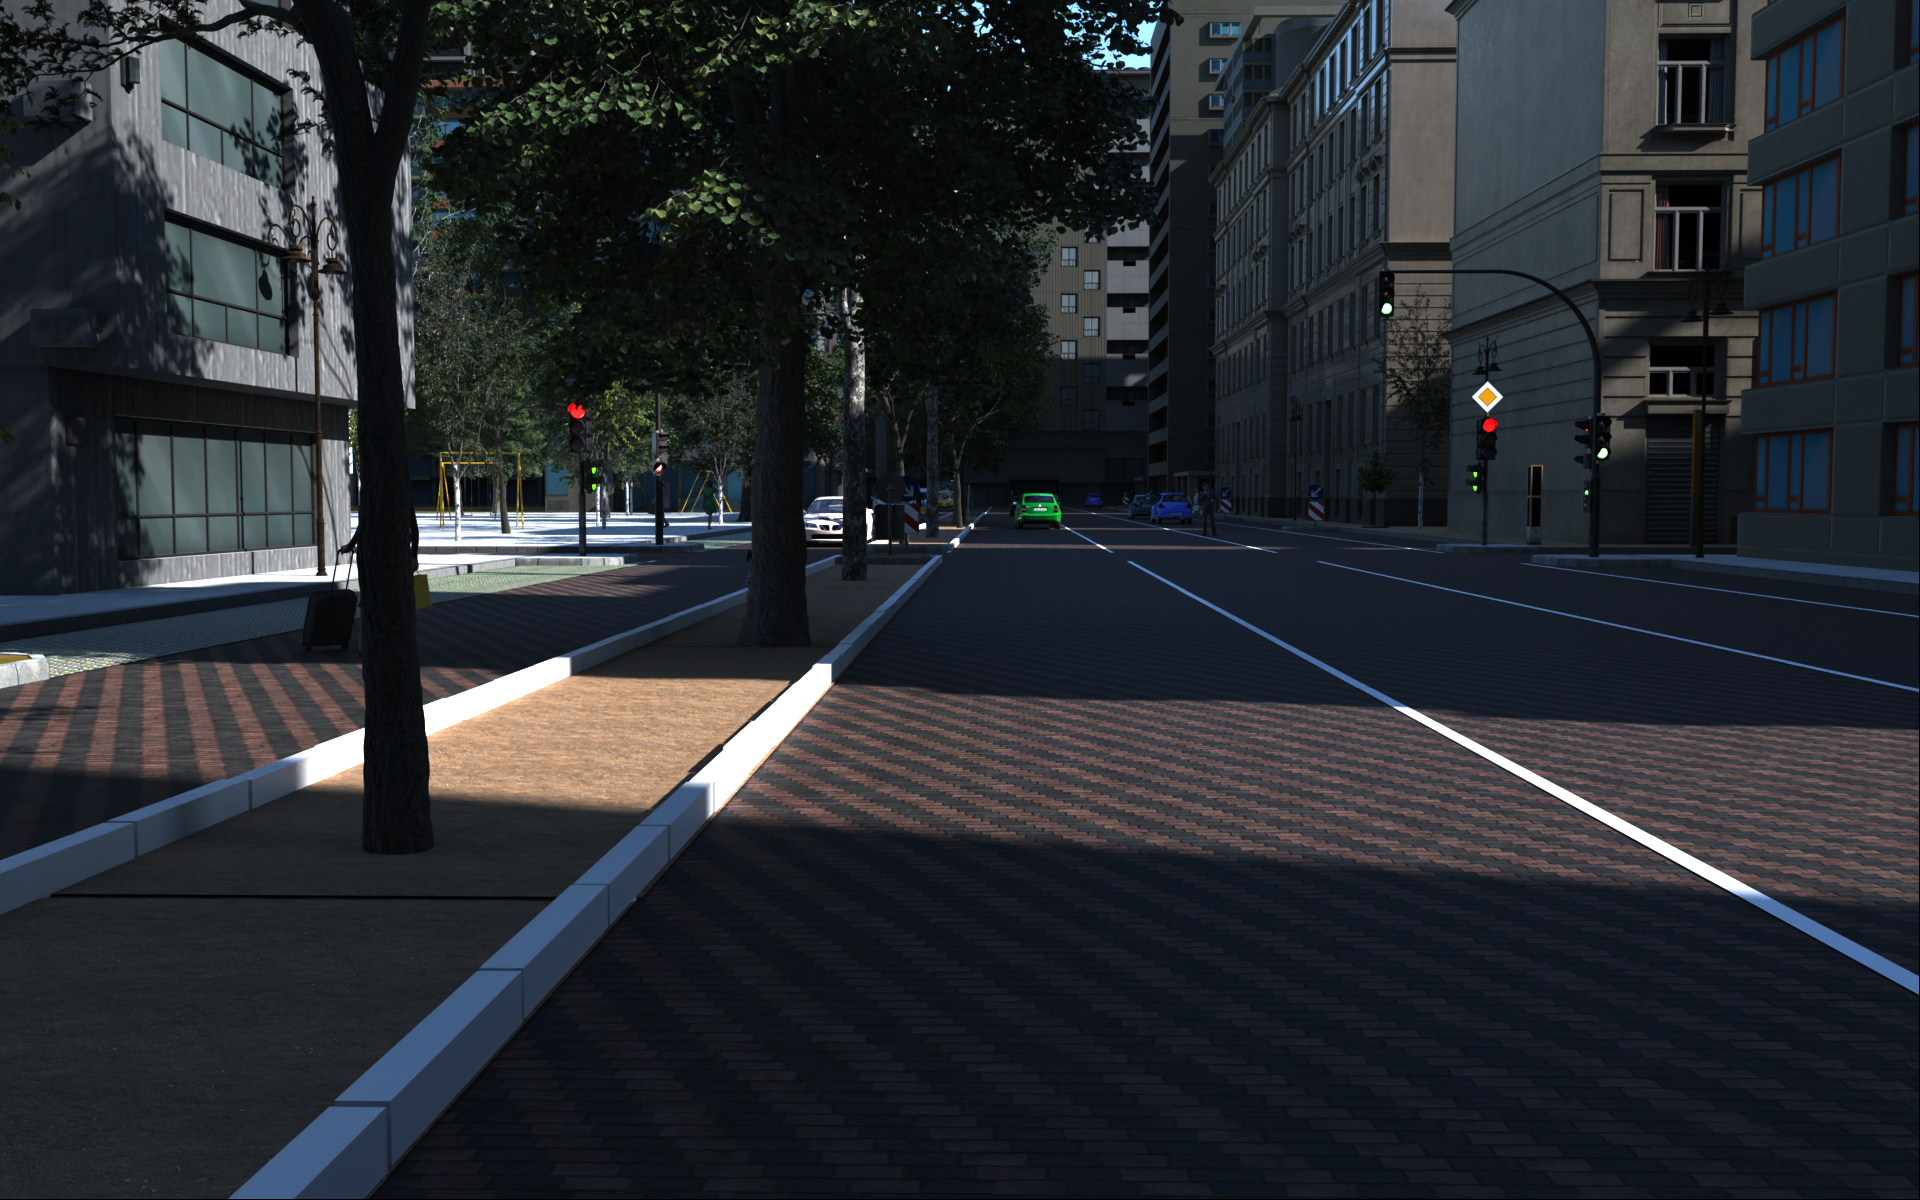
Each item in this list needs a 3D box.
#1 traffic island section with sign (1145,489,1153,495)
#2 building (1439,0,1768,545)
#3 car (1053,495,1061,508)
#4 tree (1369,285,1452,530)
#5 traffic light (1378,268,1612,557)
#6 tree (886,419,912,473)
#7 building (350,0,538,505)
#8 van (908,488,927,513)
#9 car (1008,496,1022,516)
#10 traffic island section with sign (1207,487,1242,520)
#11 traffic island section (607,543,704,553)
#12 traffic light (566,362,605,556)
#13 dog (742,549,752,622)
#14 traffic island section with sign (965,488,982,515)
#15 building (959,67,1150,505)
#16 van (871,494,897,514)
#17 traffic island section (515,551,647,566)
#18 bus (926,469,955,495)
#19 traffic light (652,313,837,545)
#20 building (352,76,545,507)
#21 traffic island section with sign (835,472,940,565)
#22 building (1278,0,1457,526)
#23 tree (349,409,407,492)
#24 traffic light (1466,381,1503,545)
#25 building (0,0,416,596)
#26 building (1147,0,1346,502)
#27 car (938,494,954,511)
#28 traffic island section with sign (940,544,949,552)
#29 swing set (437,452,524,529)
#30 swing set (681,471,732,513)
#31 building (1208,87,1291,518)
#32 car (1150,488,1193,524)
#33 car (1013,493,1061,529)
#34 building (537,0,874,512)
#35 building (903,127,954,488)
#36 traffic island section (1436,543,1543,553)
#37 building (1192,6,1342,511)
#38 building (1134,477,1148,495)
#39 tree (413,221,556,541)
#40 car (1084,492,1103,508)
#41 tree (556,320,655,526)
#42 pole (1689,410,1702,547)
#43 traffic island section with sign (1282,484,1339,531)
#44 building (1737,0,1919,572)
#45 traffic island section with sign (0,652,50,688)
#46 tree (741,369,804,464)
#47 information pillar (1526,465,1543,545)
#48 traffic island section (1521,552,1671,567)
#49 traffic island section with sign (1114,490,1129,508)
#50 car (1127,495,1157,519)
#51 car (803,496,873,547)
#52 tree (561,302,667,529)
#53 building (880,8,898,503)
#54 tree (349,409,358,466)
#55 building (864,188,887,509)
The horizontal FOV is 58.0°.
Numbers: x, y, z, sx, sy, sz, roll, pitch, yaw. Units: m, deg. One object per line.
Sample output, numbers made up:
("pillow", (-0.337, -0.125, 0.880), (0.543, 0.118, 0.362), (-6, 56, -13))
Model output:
("traffic island section with sign", (15.675, -8.345, 145.075), (1.989, 1.847, 2.006), (0, 4, 1))
("building", (30.526, -13.273, 50.298), (30.059, 22.955, 16.112), (0, 4, 1))
("car", (8.653, -9.372, 165.599), (2.083, 1.381, 4.827), (0, 4, 2))
("tree", (16.730, -6.816, 61.806), (4.360, 8.622, 3.978), (0, 3, 0))
("traffic light", (10.783, -3.695, 35.085), (4.771, 5.953, 1.251), (0, 4, 1))
("tree", (-6.734, -13.255, 167.082), (4.737, 8.622, 4.395), (0, 3, 0))
("building", (-61.981, -47.358, 212.547), (20.611, 71.187, 20.563), (0, 4, 1))
("van", (-2.758, -6.606, 115.026), (2.013, 2.044, 4.112), (0, 4, 3))
("car", (4.109, -6.141, 112.984), (1.945, 1.354, 3.894), (0, 4, 1))
("traffic island section with sign", (14.420, -5.306, 95.373), (1.989, 1.847, 2.006), (0, 4, 1))
("traffic island section", (-7.618, -1.316, 43.794), (2.009, 0.180, 2.903), (0, 4, 1))
("traffic light", (-7.779, -2.860, 35.675), (0.839, 4.253, 0.868), (0, 4, 1))
("dog", (-2.354, -0.166, 19.556), (0.513, 0.831, 0.800), (2, 4, 26))
("traffic island section with sign", (0.577, -6.744, 118.406), (2.006, 1.907, 1.989), (0, 4, 1))
("building", (13.085, -38.293, 215.327), (27.495, 52.752, 28.713), (0, 4, 1))
("van", (-5.442, -7.272, 125.907), (2.013, 2.044, 4.112), (0, 4, 1))
("traffic island section", (-7.819, -0.828, 35.811), (2.009, 0.180, 2.903), (0, 4, 1))
("bus", (-1.624, -10.895, 169.683), (2.896, 3.916, 12.252), (0, 4, 1))
("traffic light", (-5.485, -4.219, 43.641), (4.771, 5.953, 1.251), (0, 4, 1))
("building", (-48.975, -32.398, 184.327), (28.867, 44.769, 22.147), (0, 4, 1))
("traffic island section with sign", (-1.497, -1.697, 35.887), (2.006, 1.907, 1.989), (0, 4, 1))
("building", (22.758, -17.286, 79.890), (12.463, 27.353, 25.104), (0, 4, 1))
("tree", (-31.562, -8.633, 91.512), (4.737, 8.622, 4.395), (0, 3, 0))
("traffic light", (13.077, -3.317, 43.157), (0.839, 4.253, 0.868), (0, 4, 1))
("building", (-17.230, -15.670, 27.907), (14.107, 30.474, 14.160), (0, 4, 1))
("building", (28.801, -32.681, 158.034), (21.300, 48.544, 21.600), (0, 4, 1))
("car", (-1.203, -8.175, 143.887), (2.015, 1.641, 3.980), (0, 4, 3))
("traffic island section with sign", (-1.302, -2.150, 43.291), (2.006, 1.907, 1.989), (0, 4, 1))
("swing set", (-17.818, -4.112, 64.846), (3.119, 2.851, 2.862), (-1, 4, -19))
("swing set", (-16.941, -7.234, 115.892), (2.862, 2.851, 3.119), (0, 4, 4))
("building", (22.616, -18.819, 104.959), (12.463, 27.353, 25.104), (0, 4, 1))
("car", (10.227, -4.549, 83.964), (1.945, 1.707, 3.694), (0, 4, 0))
("car", (3.205, -3.867, 72.017), (1.959, 1.807, 4.718), (0, 4, 0))
("building", (-19.244, -31.462, 134.009), (23.786, 49.044, 30.456), (0, 4, 1))
("building", (-11.539, -36.025, 212.713), (21.600, 48.544, 21.300), (0, 4, 1))
("traffic island section", (13.117, -1.284, 43.269), (2.009, 0.180, 2.903), (0, 4, 1))
("building", (33.405, -27.057, 134.264), (32.217, 40.220, 23.993), (0, 4, 1))
("building", (34.914, -29.930, 181.244), (32.217, 40.220, 23.993), (0, 4, 1))
("tree", (-13.569, -5.898, 46.790), (4.360, 8.622, 3.978), (0, 3, 0))
("car", (14.019, -10.515, 181.511), (1.945, 1.707, 3.694), (0, 4, 1))
("tree", (-14.619, -7.306, 69.816), (4.360, 8.622, 3.978), (0, 3, 0))
("pole", (17.850, -2.947, 42.024), (0.158, 3.312, 0.155), (0, 3, 0))
("traffic island section with sign", (13.743, -3.636, 68.077), (1.989, 1.847, 2.006), (0, 4, 1))
("building", (29.384, -10.706, 20.089), (27.650, 21.520, 28.899), (0, 4, 1))
("traffic island section with sign", (-8.063, -0.265, 12.958), (1.989, 1.847, 2.006), (0, 4, 1))
("tree", (-10.822, -9.053, 98.375), (4.737, 8.622, 4.395), (0, 3, 0))
("information pillar", (14.582, -2.414, 43.960), (0.304, 2.012, 0.304), (0, 4, 2))
("traffic island section", (12.916, -0.795, 35.287), (2.009, 0.180, 2.903), (0, 4, 1))
("traffic island section with sign", (16.384, -10.048, 172.914), (1.989, 1.847, 2.006), (0, 4, 1))
("car", (10.689, -5.405, 100.374), (2.014, 1.417, 4.499), (0, 4, 3))
("car", (-3.447, -2.221, 48.669), (2.083, 1.381, 4.827), (0, 4, 0))
("tree", (-12.895, -6.890, 63.008), (4.737, 8.622, 4.395), (0, 3, 0))
("building", (-20.432, -39.247, 183.688), (28.212, 58.520, 21.231), (0, 4, 1))
("tree", (-33.202, -8.992, 97.382), (4.360, 8.622, 3.978), (0, 3, 0))
("building", (-14.044, -30.959, 156.293), (14.600, 45.320, 14.200), (0, 4, 1))
